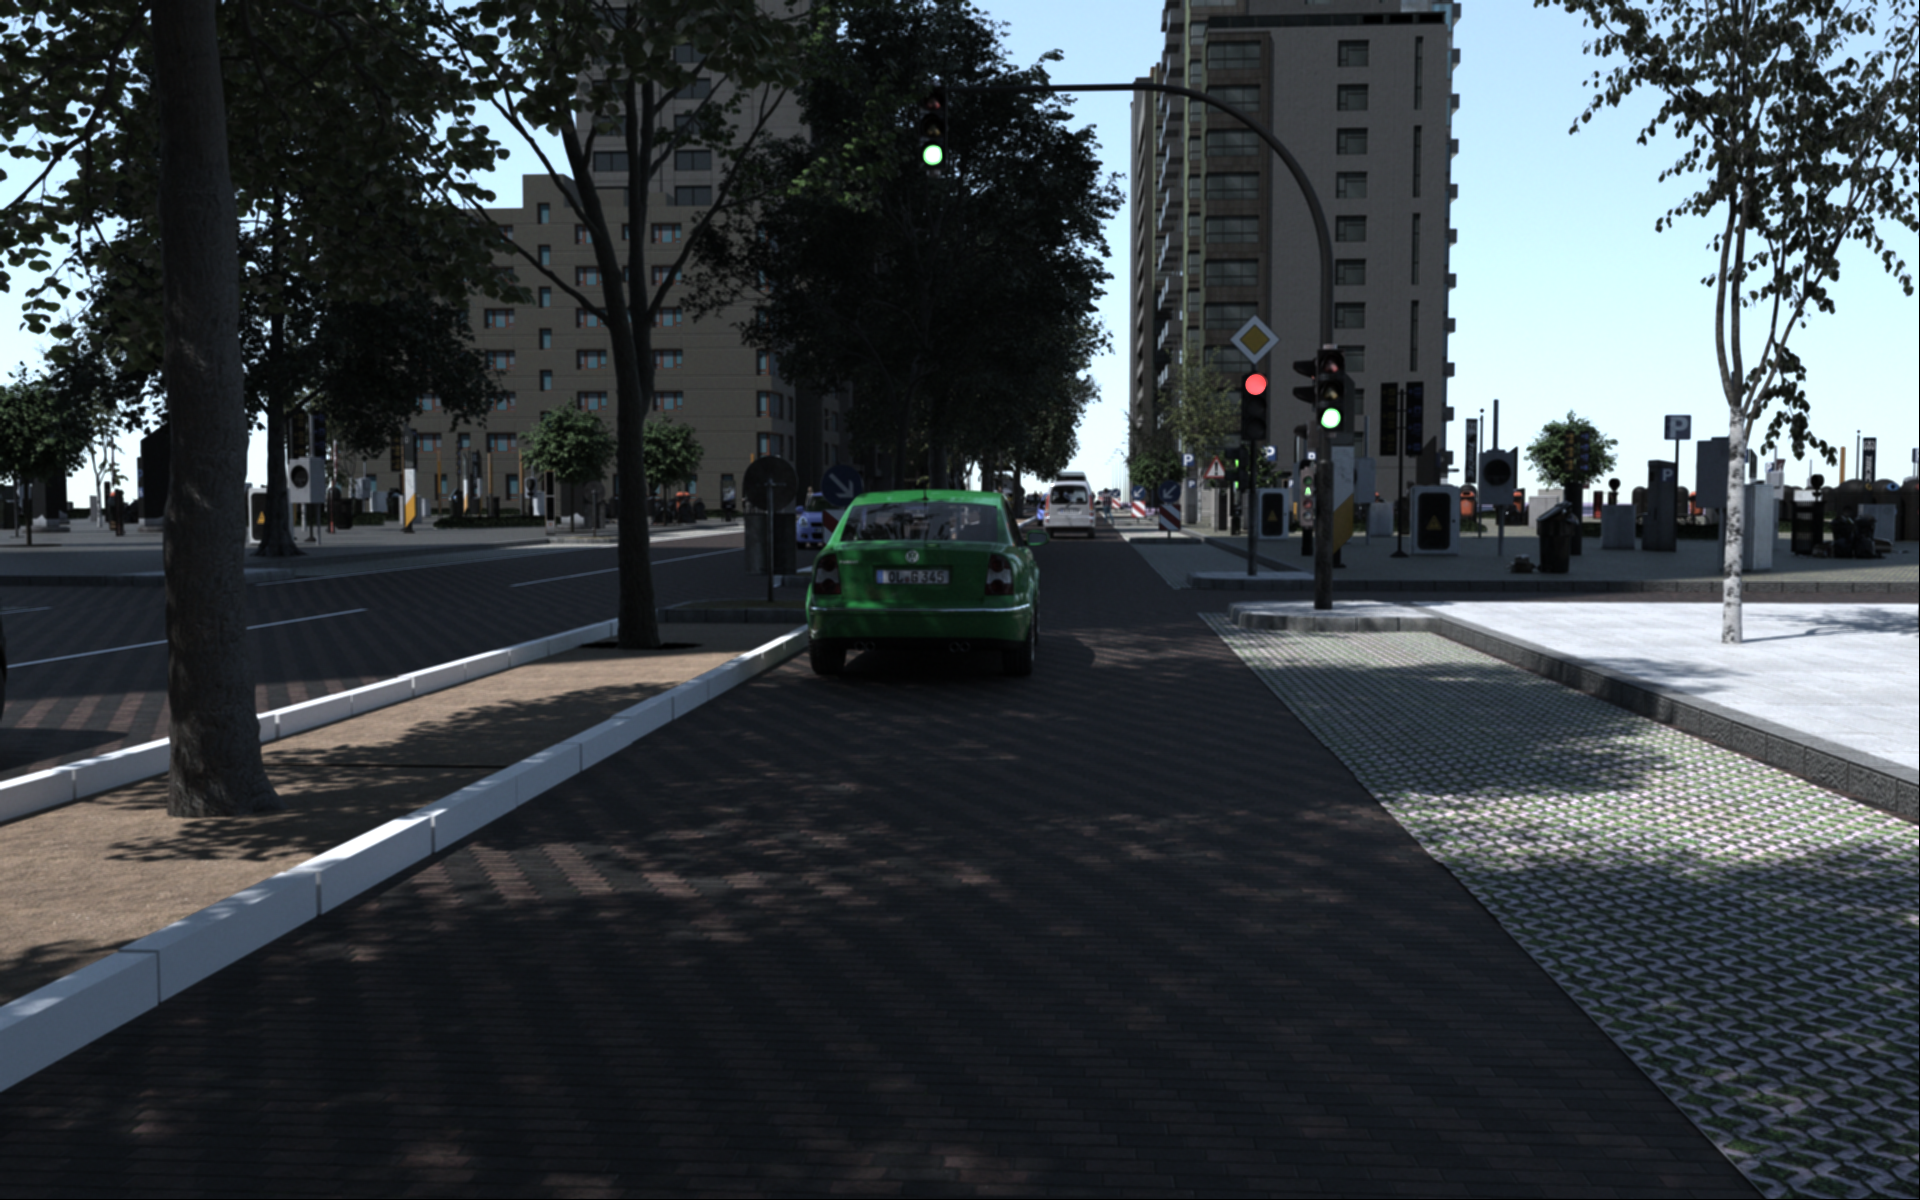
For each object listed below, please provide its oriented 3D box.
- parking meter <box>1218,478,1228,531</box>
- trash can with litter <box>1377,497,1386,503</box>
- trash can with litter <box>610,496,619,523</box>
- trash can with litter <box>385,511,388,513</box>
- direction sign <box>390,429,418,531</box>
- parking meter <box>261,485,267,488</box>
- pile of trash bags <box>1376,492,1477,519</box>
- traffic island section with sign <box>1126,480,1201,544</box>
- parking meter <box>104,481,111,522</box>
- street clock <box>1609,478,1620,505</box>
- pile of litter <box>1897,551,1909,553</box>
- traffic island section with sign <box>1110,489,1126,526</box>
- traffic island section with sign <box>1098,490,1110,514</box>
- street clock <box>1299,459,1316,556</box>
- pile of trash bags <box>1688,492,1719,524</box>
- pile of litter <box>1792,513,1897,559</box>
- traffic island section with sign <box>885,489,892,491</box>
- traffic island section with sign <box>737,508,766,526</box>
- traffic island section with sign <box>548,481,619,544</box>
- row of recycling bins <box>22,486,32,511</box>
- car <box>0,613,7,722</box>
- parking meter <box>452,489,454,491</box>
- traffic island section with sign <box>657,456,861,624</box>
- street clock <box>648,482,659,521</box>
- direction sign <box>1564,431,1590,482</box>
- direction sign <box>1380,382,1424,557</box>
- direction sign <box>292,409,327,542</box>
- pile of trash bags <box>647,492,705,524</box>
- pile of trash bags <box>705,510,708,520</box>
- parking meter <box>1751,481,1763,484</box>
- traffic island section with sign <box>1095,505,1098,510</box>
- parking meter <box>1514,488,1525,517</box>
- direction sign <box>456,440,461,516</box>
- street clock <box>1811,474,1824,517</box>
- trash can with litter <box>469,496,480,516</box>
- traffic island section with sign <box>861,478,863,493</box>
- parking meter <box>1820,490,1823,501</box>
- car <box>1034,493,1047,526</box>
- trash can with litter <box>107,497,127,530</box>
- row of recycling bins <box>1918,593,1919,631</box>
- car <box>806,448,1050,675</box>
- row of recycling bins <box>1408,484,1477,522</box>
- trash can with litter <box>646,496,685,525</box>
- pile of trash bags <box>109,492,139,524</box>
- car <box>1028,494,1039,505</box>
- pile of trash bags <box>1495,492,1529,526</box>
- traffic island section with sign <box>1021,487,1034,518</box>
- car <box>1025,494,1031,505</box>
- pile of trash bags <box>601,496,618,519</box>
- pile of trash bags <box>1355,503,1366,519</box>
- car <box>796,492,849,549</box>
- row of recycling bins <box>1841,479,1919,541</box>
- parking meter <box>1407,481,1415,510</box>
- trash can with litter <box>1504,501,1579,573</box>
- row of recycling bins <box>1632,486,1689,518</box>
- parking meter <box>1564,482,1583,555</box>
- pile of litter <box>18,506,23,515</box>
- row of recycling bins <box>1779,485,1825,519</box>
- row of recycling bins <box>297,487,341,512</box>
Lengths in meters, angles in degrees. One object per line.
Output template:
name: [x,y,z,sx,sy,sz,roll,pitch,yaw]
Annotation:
parking meter: [9.262,-3.384,61.042,0.255,1.863,0.399,0,4,-5]
trash can with litter: [14.874,-2.961,59.800,1.055,1.170,0.624,0,4,7]
trash can with litter: [-15.665,-4.014,76.688,2.233,1.210,1.678,-3,5,-40]
trash can with litter: [-31.500,-5.174,95.986,1.055,1.170,0.624,-3,5,-39]
direction sign: [-19.234,-4.157,59.967,0.876,3.537,0.379,-1,4,-19]
parking meter: [-42.204,-6.080,105.113,0.399,1.863,0.255,-1,4,-21]
pile of trash bags: [17.779,-3.402,65.381,3.447,1.369,1.912,2,4,34]
traffic island section with sign: [5.906,-2.530,49.997,1.989,1.847,2.006,0,4,4]
parking meter: [-39.053,-4.505,79.366,0.255,1.863,0.399,-2,4,-26]
street clock: [30.133,-4.600,79.782,0.358,2.002,0.471,-2,4,-30]
pile of litter: [20.023,-1.482,38.192,1.719,0.858,1.176,2,4,33]
traffic island section with sign: [7.783,-4.175,76.887,1.989,1.847,2.006,0,4,4]
traffic island section with sign: [11.285,-7.207,126.461,1.989,1.847,2.006,0,4,4]
street clock: [7.254,-1.929,36.107,0.358,2.002,0.471,2,4,33]
pile of trash bags: [28.574,-3.331,64.214,1.912,1.369,3.447,-2,4,-34]
pile of litter: [17.745,-1.281,34.902,1.719,0.858,1.176,3,4,38]
traffic island section with sign: [-5.304,-7.312,128.185,1.989,1.847,2.006,0,4,4]
traffic island section with sign: [-8.858,-4.229,77.780,1.989,1.847,2.006,0,4,4]
traffic island section with sign: [-10.773,-2.565,50.570,1.989,1.847,2.006,0,4,4]
row of recycling bins: [-48.774,-5.089,90.310,1.069,1.692,3.534,0,4,-1]
car: [-6.323,0.100,8.149,2.009,1.686,4.222,0,4,3]
parking meter: [-26.402,-5.038,90.779,0.372,1.533,0.369,0,3,0]
traffic island section with sign: [-2.305,-0.727,20.030,2.006,1.907,1.989,0,4,4]
street clock: [-14.718,-4.813,83.270,0.471,2.002,0.358,1,4,11]
direction sign: [22.012,-4.273,61.861,0.876,3.537,0.379,0,3,0]
direction sign: [8.948,-2.640,35.157,0.876,3.537,0.379,2,4,34]
direction sign: [-17.480,-3.338,46.579,0.876,3.537,0.379,-3,4,-36]
pile of trash bags: [-12.499,-4.066,76.239,1.912,1.369,3.447,0,4,-2]
pile of trash bags: [-13.668,-4.705,86.676,1.912,1.369,3.447,-1,4,-12]
parking meter: [14.934,-1.486,32.706,0.372,1.533,0.369,0,3,0]
traffic island section with sign: [13.223,-8.893,154.032,1.989,1.847,2.006,0,4,4]
parking meter: [23.738,-3.975,73.406,0.372,1.533,0.369,0,3,0]
direction sign: [-21.162,-4.962,73.121,0.379,3.537,0.876,-2,4,-25]
street clock: [31.343,-3.596,63.360,0.358,2.002,0.471,-1,4,-8]
trash can with litter: [-23.092,-4.299,81.344,2.233,1.210,1.678,1,4,14]
traffic island section with sign: [-1.776,-1.179,27.419,2.006,1.907,1.989,0,4,4]
parking meter: [44.131,-4.933,89.066,0.372,1.533,0.369,0,3,0]
car: [4.322,-4.192,78.134,1.945,1.707,3.694,0,4,2]
trash can with litter: [-30.174,-3.097,62.023,0.624,1.170,1.055,-2,4,-26]
row of recycling bins: [10.080,-0.586,16.696,1.069,1.692,3.534,3,5,43]
car: [-0.208,-0.386,15.115,1.959,1.807,4.718,0,4,4]
row of recycling bins: [20.192,-4.005,72.601,1.069,1.692,3.534,-2,4,-32]
trash can with litter: [-12.565,-3.743,72.248,2.233,1.210,1.678,-1,4,-16]
pile of trash bags: [-36.227,-4.054,76.034,1.912,1.369,3.447,0,4,4]
car: [9.901,-13.122,226.341,2.131,1.459,4.920,0,4,3]
pile of trash bags: [23.042,-3.769,71.383,1.912,1.369,3.447,1,4,13]
traffic island section with sign: [3.490,-5.764,102.373,2.006,1.907,1.989,0,4,4]
car: [9.956,-14.080,239.240,2.155,1.783,4.494,0,4,4]
pile of trash bags: [-17.405,-4.923,90.248,1.912,1.369,3.447,2,4,27]
pile of trash bags: [19.699,-4.551,84.160,1.912,1.369,3.447,0,4,-5]
car: [-3.367,-2.246,46.315,1.945,1.707,3.694,0,4,3]
row of recycling bins: [25.770,-2.472,47.525,3.534,1.692,1.069,0,4,-6]
parking meter: [19.753,-4.295,75.936,0.255,1.863,0.399,0,4,-4]
trash can with litter: [9.462,-1.028,28.196,1.055,1.170,0.624,0,4,2]
row of recycling bins: [37.806,-5.289,93.595,1.069,1.692,3.534,-2,4,-27]
parking meter: [12.917,-1.718,36.498,0.372,1.533,0.369,0,3,0]
pile of litter: [-42.171,-3.903,77.782,1.719,0.858,1.176,3,4,38]
row of recycling bins: [45.390,-5.166,91.573,3.534,1.692,1.069,-1,4,-11]
row of recycling bins: [-36.689,-5.591,98.522,3.534,1.692,1.069,2,4,24]
